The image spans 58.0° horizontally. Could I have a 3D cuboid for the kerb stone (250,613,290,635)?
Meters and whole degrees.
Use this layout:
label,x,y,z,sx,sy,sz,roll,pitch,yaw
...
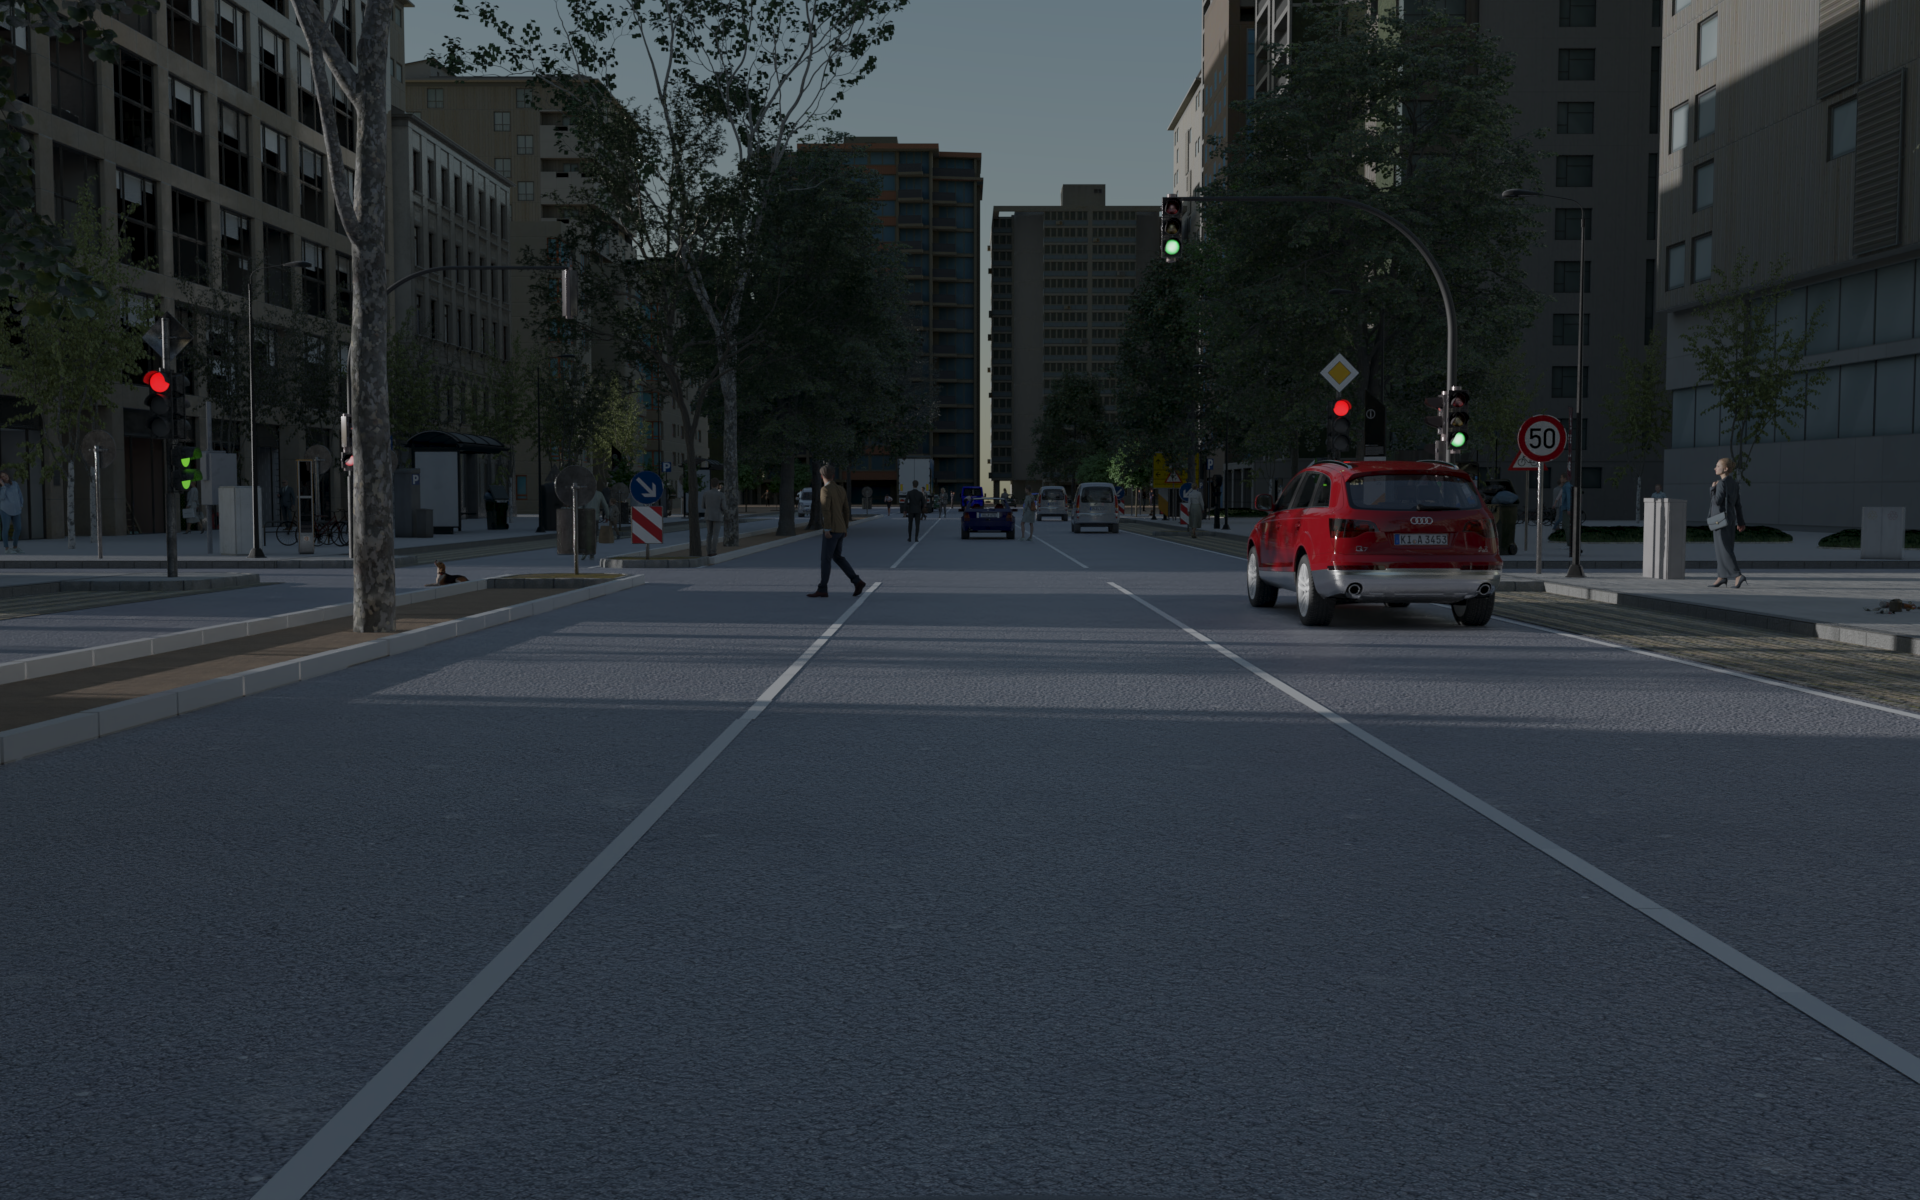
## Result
label,x,y,z,sx,sy,sz,roll,pitch,yaw
kerb stone,-7.201,0.269,17.883,0.120,0.150,1.000,0,4,0

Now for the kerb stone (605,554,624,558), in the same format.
label,x,y,z,sx,sy,sz,roll,pitch,yaw
kerb stone,-7.166,-0.832,35.796,0.120,0.150,1.000,0,4,0

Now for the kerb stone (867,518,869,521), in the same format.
label,x,y,z,sx,sy,sz,roll,pitch,yaw
kerb stone,-4.924,-4.092,89.105,0.120,0.150,1.000,0,4,0

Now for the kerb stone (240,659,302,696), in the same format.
label,x,y,z,sx,sy,sz,roll,pitch,yaw
kerb stone,-5.116,0.578,12.749,0.120,0.150,1.000,0,4,0

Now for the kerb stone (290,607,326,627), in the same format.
label,x,y,z,sx,sy,sz,roll,pitch,yaw
kerb stone,-7.199,0.206,18.905,0.120,0.150,1.000,0,4,0

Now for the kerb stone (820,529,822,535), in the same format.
label,x,y,z,sx,sy,sz,roll,pitch,yaw
kerb stone,-4.998,-2.337,60.407,0.120,0.150,1.000,0,4,0

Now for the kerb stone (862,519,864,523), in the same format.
label,x,y,z,sx,sy,sz,roll,pitch,yaw
kerb stone,-4.936,-3.840,84.994,0.120,0.150,1.000,0,4,0

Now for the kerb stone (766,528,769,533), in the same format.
label,x,y,z,sx,sy,sz,roll,pitch,yaw
kerb stone,-7.100,-2.464,62.481,0.120,0.150,1.000,0,4,0

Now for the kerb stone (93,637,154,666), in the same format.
label,x,y,z,sx,sy,sz,roll,pitch,yaw
kerb stone,-7.213,0.453,14.817,0.120,0.150,1.000,0,4,0

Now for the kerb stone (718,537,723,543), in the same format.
label,x,y,z,sx,sy,sz,roll,pitch,yaw
kerb stone,-7.124,-1.772,51.173,0.120,0.150,1.000,0,4,0

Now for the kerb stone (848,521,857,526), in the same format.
label,x,y,z,sx,sy,sz,roll,pitch,yaw
kerb stone,-4.949,-3.527,79.867,0.120,0.150,1.000,0,4,0

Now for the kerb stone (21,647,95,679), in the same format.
label,x,y,z,sx,sy,sz,roll,pitch,yaw
kerb stone,-7.219,0.514,13.792,0.120,0.150,1.000,0,4,0

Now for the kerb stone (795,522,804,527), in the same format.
label,x,y,z,sx,sy,sz,roll,pitch,yaw
kerb stone,-7.061,-3.281,75.843,0.120,0.150,1.000,0,4,0

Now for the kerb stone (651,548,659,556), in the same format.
label,x,y,z,sx,sy,sz,roll,pitch,yaw
kerb stone,-7.150,-1.083,39.904,0.120,0.150,1.000,0,4,0

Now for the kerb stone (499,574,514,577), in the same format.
label,x,y,z,sx,sy,sz,roll,pitch,yaw
kerb stone,-7.177,-0.301,27.124,0.120,0.150,1.000,0,4,0

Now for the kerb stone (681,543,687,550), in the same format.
label,x,y,z,sx,sy,sz,roll,pitch,yaw
kerb stone,-7.137,-1.333,43.997,0.120,0.150,1.000,0,4,0

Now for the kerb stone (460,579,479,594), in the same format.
label,x,y,z,sx,sy,sz,roll,pitch,yaw
kerb stone,-7.194,-0.176,25.070,0.120,0.150,1.000,0,4,0

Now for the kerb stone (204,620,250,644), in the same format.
label,x,y,z,sx,sy,sz,roll,pitch,yaw
kerb stone,-7.209,0.326,16.861,0.120,0.150,1.000,0,4,0

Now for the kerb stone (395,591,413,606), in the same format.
label,x,y,z,sx,sy,sz,roll,pitch,yaw
kerb stone,-7.193,0.016,21.987,0.120,0.150,1.000,0,4,0

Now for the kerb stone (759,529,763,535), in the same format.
label,x,y,z,sx,sy,sz,roll,pitch,yaw
kerb stone,-7.097,-2.338,60.422,0.120,0.150,1.000,0,4,0

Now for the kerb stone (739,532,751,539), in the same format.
label,x,y,z,sx,sy,sz,roll,pitch,yaw
kerb stone,-7.110,-2.149,57.336,0.120,0.150,1.000,0,4,0

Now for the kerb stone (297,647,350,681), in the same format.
label,x,y,z,sx,sy,sz,roll,pitch,yaw
kerb stone,-5.110,0.515,13.771,0.120,0.150,1.000,0,4,0

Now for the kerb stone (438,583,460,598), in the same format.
label,x,y,z,sx,sy,sz,roll,pitch,yaw
kerb stone,-7.186,-0.113,24.046,0.120,0.150,1.000,0,4,0

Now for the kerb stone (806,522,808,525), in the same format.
label,x,y,z,sx,sy,sz,roll,pitch,yaw
kerb stone,-7.057,-3.402,77.899,0.120,0.150,1.000,0,4,0

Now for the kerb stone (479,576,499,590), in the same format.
label,x,y,z,sx,sy,sz,roll,pitch,yaw
kerb stone,-7.182,-0.238,26.092,0.120,0.150,1.000,0,4,0

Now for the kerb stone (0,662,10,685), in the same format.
label,x,y,z,sx,sy,sz,roll,pitch,yaw
kerb stone,-7.224,0.581,12.766,0.120,0.150,1.000,0,4,0

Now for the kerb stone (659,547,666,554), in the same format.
label,x,y,z,sx,sy,sz,roll,pitch,yaw
kerb stone,-7.149,-1.146,40.926,0.120,0.150,1.000,0,4,0

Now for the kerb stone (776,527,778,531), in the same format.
label,x,y,z,sx,sy,sz,roll,pitch,yaw
kerb stone,-7.080,-2.653,65.576,0.120,0.150,1.000,0,4,0

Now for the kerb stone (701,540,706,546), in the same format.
label,x,y,z,sx,sy,sz,roll,pitch,yaw
kerb stone,-7.128,-1.584,48.100,0.120,0.150,1.000,0,4,0

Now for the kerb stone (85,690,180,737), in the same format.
label,x,y,z,sx,sy,sz,roll,pitch,yaw
kerb stone,-5.124,0.703,10.697,0.120,0.150,1.000,0,4,0

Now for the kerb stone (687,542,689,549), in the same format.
label,x,y,z,sx,sy,sz,roll,pitch,yaw
kerb stone,-7.136,-1.396,45.019,0.120,0.150,1.000,0,4,0

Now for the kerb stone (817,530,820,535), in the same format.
label,x,y,z,sx,sy,sz,roll,pitch,yaw
kerb stone,-5.006,-2.273,59.385,0.120,0.150,1.000,0,4,0

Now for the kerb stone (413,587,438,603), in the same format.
label,x,y,z,sx,sy,sz,roll,pitch,yaw
kerb stone,-7.188,-0.045,23.015,0.120,0.150,1.000,0,4,0

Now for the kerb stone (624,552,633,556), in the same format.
label,x,y,z,sx,sy,sz,roll,pitch,yaw
kerb stone,-7.159,-0.894,36.819,0.120,0.150,1.000,0,4,0

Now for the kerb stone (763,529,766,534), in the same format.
label,x,y,z,sx,sy,sz,roll,pitch,yaw
kerb stone,-7.101,-2.397,61.454,0.120,0.150,1.000,0,4,0

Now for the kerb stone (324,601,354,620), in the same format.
label,x,y,z,sx,sy,sz,roll,pitch,yaw
kerb stone,-7.198,0.138,19.936,0.120,0.150,1.000,0,4,0

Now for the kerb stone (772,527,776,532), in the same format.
label,x,y,z,sx,sy,sz,roll,pitch,yaw
kerb stone,-7.085,-2.591,64.554,0.120,0.150,1.000,0,4,0

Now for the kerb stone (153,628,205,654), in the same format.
label,x,y,z,sx,sy,sz,roll,pitch,yaw
kerb stone,-7.207,0.389,15.839,0.120,0.150,1.000,0,4,0

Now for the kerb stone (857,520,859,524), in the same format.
label,x,y,z,sx,sy,sz,roll,pitch,yaw
kerb stone,-4.946,-3.590,80.889,0.120,0.150,1.000,0,4,0

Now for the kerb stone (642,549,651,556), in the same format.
label,x,y,z,sx,sy,sz,roll,pitch,yaw
kerb stone,-7.151,-1.021,38.881,0.120,0.150,1.000,0,4,0

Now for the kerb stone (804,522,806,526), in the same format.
label,x,y,z,sx,sy,sz,roll,pitch,yaw
kerb stone,-7.056,-3.344,76.876,0.120,0.150,1.000,0,4,0

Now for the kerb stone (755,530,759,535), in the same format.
label,x,y,z,sx,sy,sz,roll,pitch,yaw
kerb stone,-7.095,-2.270,59.394,0.120,0.150,1.000,0,4,0

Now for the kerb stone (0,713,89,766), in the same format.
label,x,y,z,sx,sy,sz,roll,pitch,yaw
kerb stone,-5.123,0.769,9.671,0.120,0.150,1.000,0,4,0

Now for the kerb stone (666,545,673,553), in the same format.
label,x,y,z,sx,sy,sz,roll,pitch,yaw
kerb stone,-7.148,-1.201,41.949,0.120,0.150,1.000,0,4,0

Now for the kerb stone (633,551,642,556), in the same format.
label,x,y,z,sx,sy,sz,roll,pitch,yaw
kerb stone,-7.161,-0.957,37.852,0.120,0.150,1.000,0,4,0

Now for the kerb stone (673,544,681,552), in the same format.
label,x,y,z,sx,sy,sz,roll,pitch,yaw
kerb stone,-7.138,-1.271,42.972,0.120,0.150,1.000,0,4,0

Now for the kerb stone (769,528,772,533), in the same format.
label,x,y,z,sx,sy,sz,roll,pitch,yaw
kerb stone,-7.087,-2.528,63.521,0.120,0.150,1.000,0,4,0

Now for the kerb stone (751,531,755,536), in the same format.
label,x,y,z,sx,sy,sz,roll,pitch,yaw
kerb stone,-7.105,-2.212,58.361,0.120,0.150,1.000,0,4,0

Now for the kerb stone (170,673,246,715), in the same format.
label,x,y,z,sx,sy,sz,roll,pitch,yaw
kerb stone,-5.121,0.641,11.719,0.120,0.150,1.000,0,4,0
